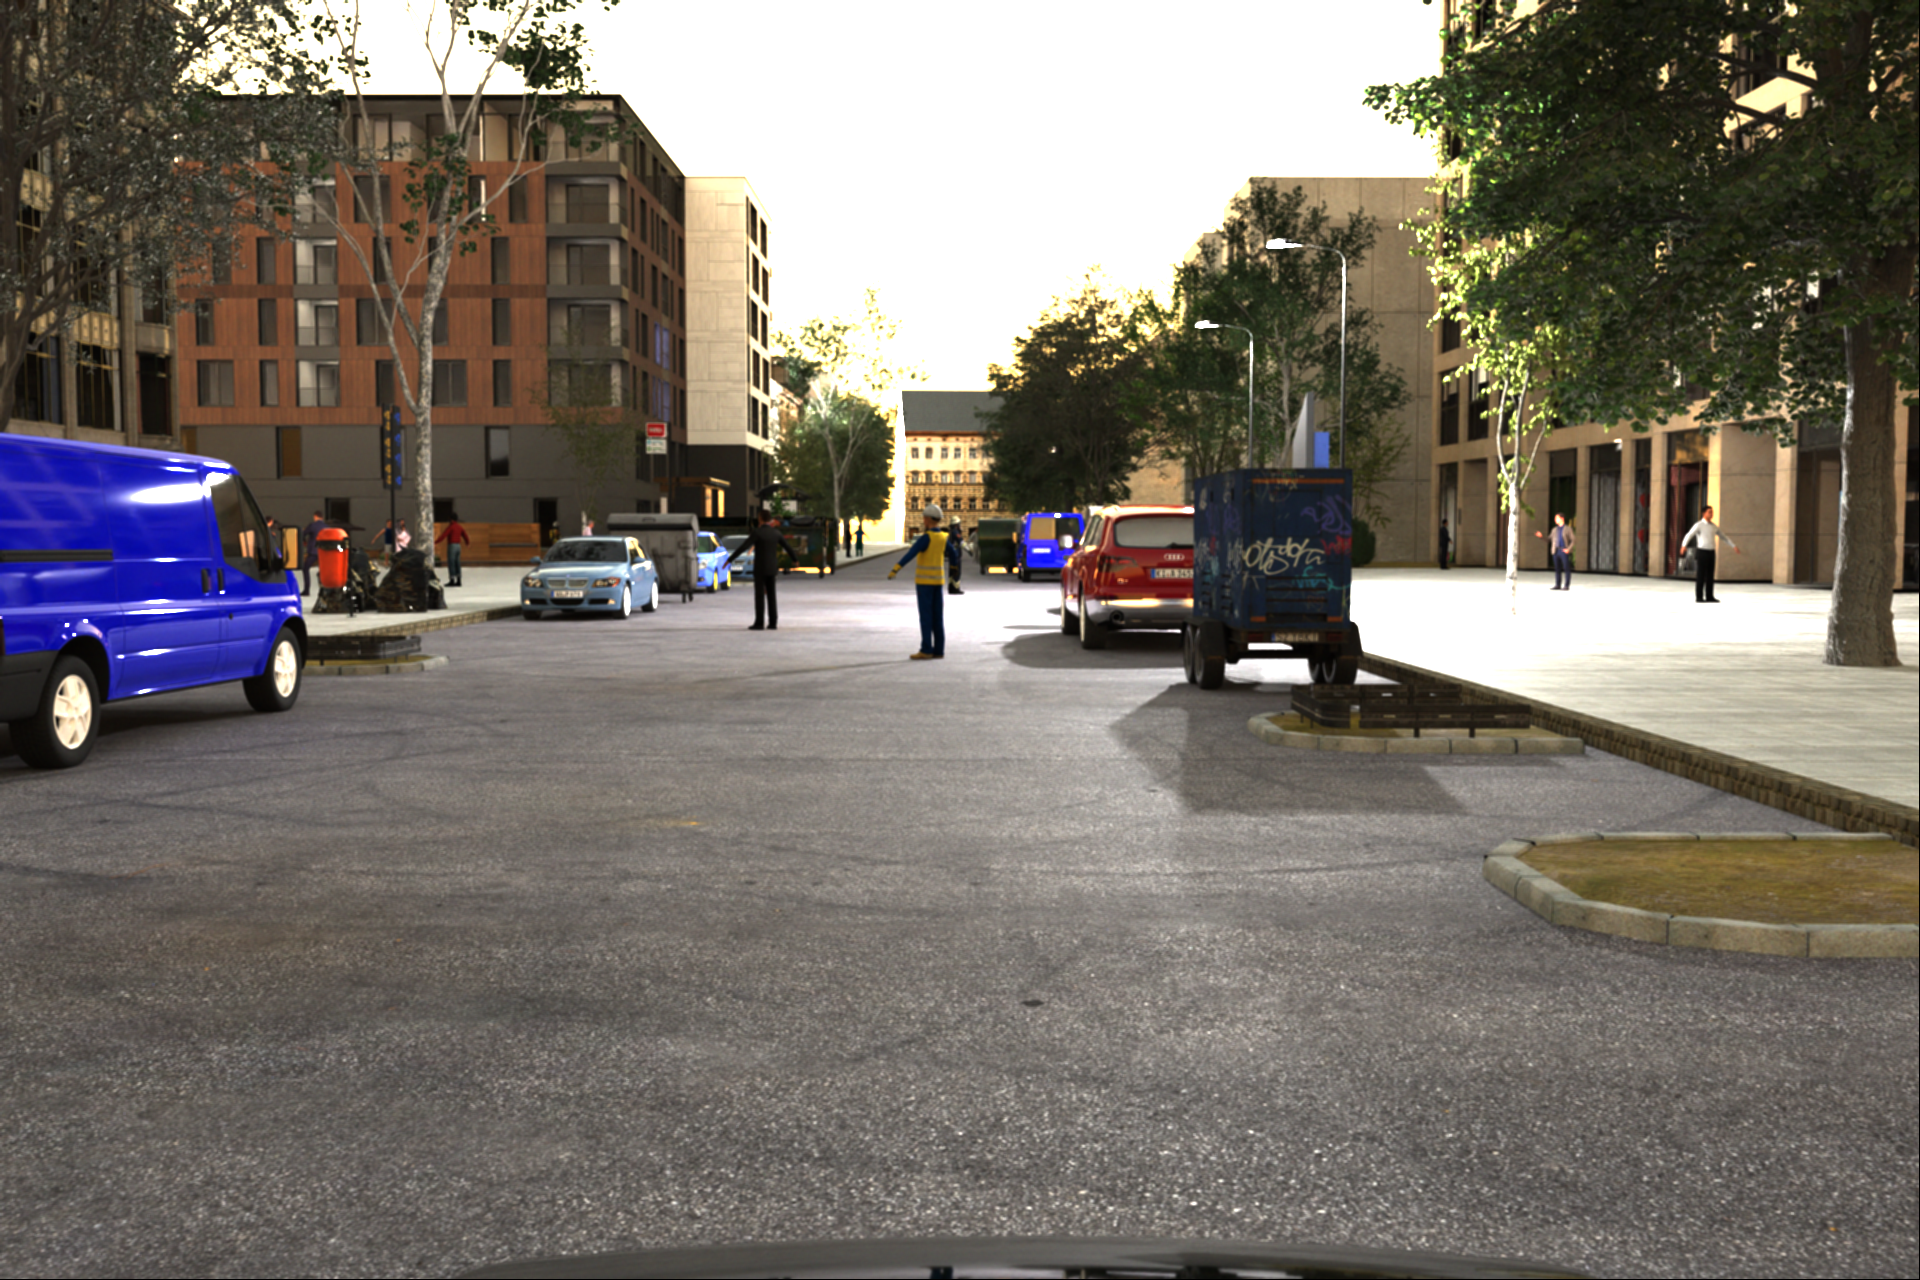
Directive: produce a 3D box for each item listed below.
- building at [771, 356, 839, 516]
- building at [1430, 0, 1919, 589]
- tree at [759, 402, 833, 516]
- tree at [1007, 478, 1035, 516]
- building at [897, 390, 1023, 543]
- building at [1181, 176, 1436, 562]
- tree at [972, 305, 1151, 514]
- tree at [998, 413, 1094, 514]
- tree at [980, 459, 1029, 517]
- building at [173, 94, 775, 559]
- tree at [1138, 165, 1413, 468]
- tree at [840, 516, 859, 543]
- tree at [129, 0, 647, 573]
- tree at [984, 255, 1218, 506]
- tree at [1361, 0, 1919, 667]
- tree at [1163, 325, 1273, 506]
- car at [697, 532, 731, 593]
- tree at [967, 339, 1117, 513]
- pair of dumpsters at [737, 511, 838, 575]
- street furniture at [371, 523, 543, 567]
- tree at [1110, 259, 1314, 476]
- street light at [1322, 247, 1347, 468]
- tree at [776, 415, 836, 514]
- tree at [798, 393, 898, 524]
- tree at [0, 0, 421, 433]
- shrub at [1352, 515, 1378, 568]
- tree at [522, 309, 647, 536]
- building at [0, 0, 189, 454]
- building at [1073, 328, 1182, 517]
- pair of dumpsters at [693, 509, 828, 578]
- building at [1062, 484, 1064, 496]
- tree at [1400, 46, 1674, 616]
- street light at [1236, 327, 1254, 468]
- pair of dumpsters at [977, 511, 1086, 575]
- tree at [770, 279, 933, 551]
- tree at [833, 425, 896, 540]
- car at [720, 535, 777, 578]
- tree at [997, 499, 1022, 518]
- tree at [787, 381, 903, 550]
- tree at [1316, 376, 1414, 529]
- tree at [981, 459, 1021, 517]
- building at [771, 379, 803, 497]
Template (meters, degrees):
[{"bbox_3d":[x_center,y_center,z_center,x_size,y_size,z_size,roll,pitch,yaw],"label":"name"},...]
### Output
[{"bbox_3d":[-29.870,-22.672,214.664,27.936,21.610,32.646,0,4,0],"label":"building"},{"bbox_3d":[29.068,-15.313,53.563,19.350,26.588,34.151,0,4,0],"label":"building"},{"bbox_3d":[-9.363,-8.953,96.744,4.737,8.622,4.395,0,3,0],"label":"tree"},{"bbox_3d":[5.061,-11.542,139.081,4.360,8.622,3.978,0,3,0],"label":"tree"},{"bbox_3d":[-0.066,-26.261,262.757,18.063,23.208,19.493,0,4,-5],"label":"building"},{"bbox_3d":[22.613,-13.944,94.443,16.747,18.905,31.486,0,4,-1],"label":"building"},{"bbox_3d":[5.776,-11.417,93.326,9.857,13.997,8.962,0,3,0],"label":"tree"},{"bbox_3d":[5.989,-12.458,121.816,7.486,12.596,7.792,0,3,0],"label":"tree"},{"bbox_3d":[5.342,-13.269,151.352,8.767,10.594,7.601,2,4,33],"label":"tree"},{"bbox_3d":[-26.183,-15.480,97.066,27.936,21.610,32.646,0,4,0],"label":"building"},{"bbox_3d":[8.099,-6.752,44.802,7.601,10.594,8.767,-1,4,-18],"label":"tree"},{"bbox_3d":[-17.284,-21.006,261.566,7.486,12.596,7.792,0,3,0],"label":"tree"},{"bbox_3d":[-12.913,-11.272,40.189,12.611,20.169,13.585,0,3,0],"label":"tree"},{"bbox_3d":[6.179,-10.207,77.248,12.009,13.543,11.850,0,3,0],"label":"tree"},{"bbox_3d":[8.777,-6.730,16.695,9.857,13.997,8.962,0,3,0],"label":"tree"},{"bbox_3d":[8.444,-6.595,58.192,4.360,8.622,3.978,0,3,0],"label":"tree"},{"bbox_3d":[-6.757,-2.055,43.186,1.945,1.707,3.694,0,3,0],"label":"car"},{"bbox_3d":[5.643,-12.059,107.532,12.009,13.543,11.850,0,3,0],"label":"tree"},{"bbox_3d":[-6.543,-3.446,61.298,4.436,2.255,1.574,0,4,-1],"label":"pair of dumpsters"},{"bbox_3d":[-20.867,-3.942,71.305,11.010,1.723,9.812,-2,4,-28],"label":"street furniture"},{"bbox_3d":[9.525,-8.574,65.938,9.928,11.665,9.643,0,3,0],"label":"tree"},{"bbox_3d":[6.609,-3.357,27.427,1.470,5.913,1.316,0,3,0],"label":"street light"},{"bbox_3d":[-9.901,-9.608,107.460,4.360,8.622,3.978,0,3,0],"label":"tree"},{"bbox_3d":[-10.207,-15.190,155.009,9.857,13.997,8.962,0,3,0],"label":"tree"},{"bbox_3d":[-12.356,-6.831,22.061,12.009,13.543,11.850,0,3,0],"label":"tree"},{"bbox_3d":[15.165,-3.786,66.328,1.690,2.028,1.600,0,3,0],"label":"shrub"},{"bbox_3d":[-12.813,-6.568,57.756,4.360,8.622,3.978,0,3,0],"label":"tree"},{"bbox_3d":[-32.971,-13.780,41.959,14.369,24.946,33.146,0,4,1],"label":"building"},{"bbox_3d":[22.188,-22.160,193.242,19.493,23.208,18.063,0,4,0],"label":"building"},{"bbox_3d":[-6.524,-3.142,56.321,4.436,2.255,1.574,0,4,0],"label":"pair of dumpsters"},{"bbox_3d":[21.675,-24.209,226.744,19.493,23.208,18.063,0,4,0],"label":"building"},{"bbox_3d":[8.915,-4.687,26.996,4.737,8.622,4.395,0,3,0],"label":"tree"},{"bbox_3d":[6.918,-3.999,37.931,1.470,5.913,1.316,0,4,-1],"label":"street light"},{"bbox_3d":[2.825,-3.460,61.522,4.436,2.255,1.574,0,4,0],"label":"pair of dumpsters"},{"bbox_3d":[-8.619,-16.747,129.707,12.611,20.169,13.585,0,3,0],"label":"tree"},{"bbox_3d":[-9.824,-15.205,166.736,7.486,12.596,7.792,0,3,0],"label":"tree"},{"bbox_3d":[-6.501,-2.436,51.826,2.014,1.417,4.499,0,3,0],"label":"car"},{"bbox_3d":[5.490,-13.356,168.735,4.737,8.622,4.395,0,3,0],"label":"tree"},{"bbox_3d":[-9.616,-14.490,143.563,9.857,13.997,8.962,0,3,0],"label":"tree"},{"bbox_3d":[17.301,-7.653,75.490,4.737,8.622,4.395,0,3,0],"label":"tree"},{"bbox_3d":[5.682,-13.877,161.303,8.767,10.594,7.601,1,4,15],"label":"tree"},{"bbox_3d":[-27.788,-21.869,188.482,19.493,23.208,18.063,0,4,1],"label":"building"}]
